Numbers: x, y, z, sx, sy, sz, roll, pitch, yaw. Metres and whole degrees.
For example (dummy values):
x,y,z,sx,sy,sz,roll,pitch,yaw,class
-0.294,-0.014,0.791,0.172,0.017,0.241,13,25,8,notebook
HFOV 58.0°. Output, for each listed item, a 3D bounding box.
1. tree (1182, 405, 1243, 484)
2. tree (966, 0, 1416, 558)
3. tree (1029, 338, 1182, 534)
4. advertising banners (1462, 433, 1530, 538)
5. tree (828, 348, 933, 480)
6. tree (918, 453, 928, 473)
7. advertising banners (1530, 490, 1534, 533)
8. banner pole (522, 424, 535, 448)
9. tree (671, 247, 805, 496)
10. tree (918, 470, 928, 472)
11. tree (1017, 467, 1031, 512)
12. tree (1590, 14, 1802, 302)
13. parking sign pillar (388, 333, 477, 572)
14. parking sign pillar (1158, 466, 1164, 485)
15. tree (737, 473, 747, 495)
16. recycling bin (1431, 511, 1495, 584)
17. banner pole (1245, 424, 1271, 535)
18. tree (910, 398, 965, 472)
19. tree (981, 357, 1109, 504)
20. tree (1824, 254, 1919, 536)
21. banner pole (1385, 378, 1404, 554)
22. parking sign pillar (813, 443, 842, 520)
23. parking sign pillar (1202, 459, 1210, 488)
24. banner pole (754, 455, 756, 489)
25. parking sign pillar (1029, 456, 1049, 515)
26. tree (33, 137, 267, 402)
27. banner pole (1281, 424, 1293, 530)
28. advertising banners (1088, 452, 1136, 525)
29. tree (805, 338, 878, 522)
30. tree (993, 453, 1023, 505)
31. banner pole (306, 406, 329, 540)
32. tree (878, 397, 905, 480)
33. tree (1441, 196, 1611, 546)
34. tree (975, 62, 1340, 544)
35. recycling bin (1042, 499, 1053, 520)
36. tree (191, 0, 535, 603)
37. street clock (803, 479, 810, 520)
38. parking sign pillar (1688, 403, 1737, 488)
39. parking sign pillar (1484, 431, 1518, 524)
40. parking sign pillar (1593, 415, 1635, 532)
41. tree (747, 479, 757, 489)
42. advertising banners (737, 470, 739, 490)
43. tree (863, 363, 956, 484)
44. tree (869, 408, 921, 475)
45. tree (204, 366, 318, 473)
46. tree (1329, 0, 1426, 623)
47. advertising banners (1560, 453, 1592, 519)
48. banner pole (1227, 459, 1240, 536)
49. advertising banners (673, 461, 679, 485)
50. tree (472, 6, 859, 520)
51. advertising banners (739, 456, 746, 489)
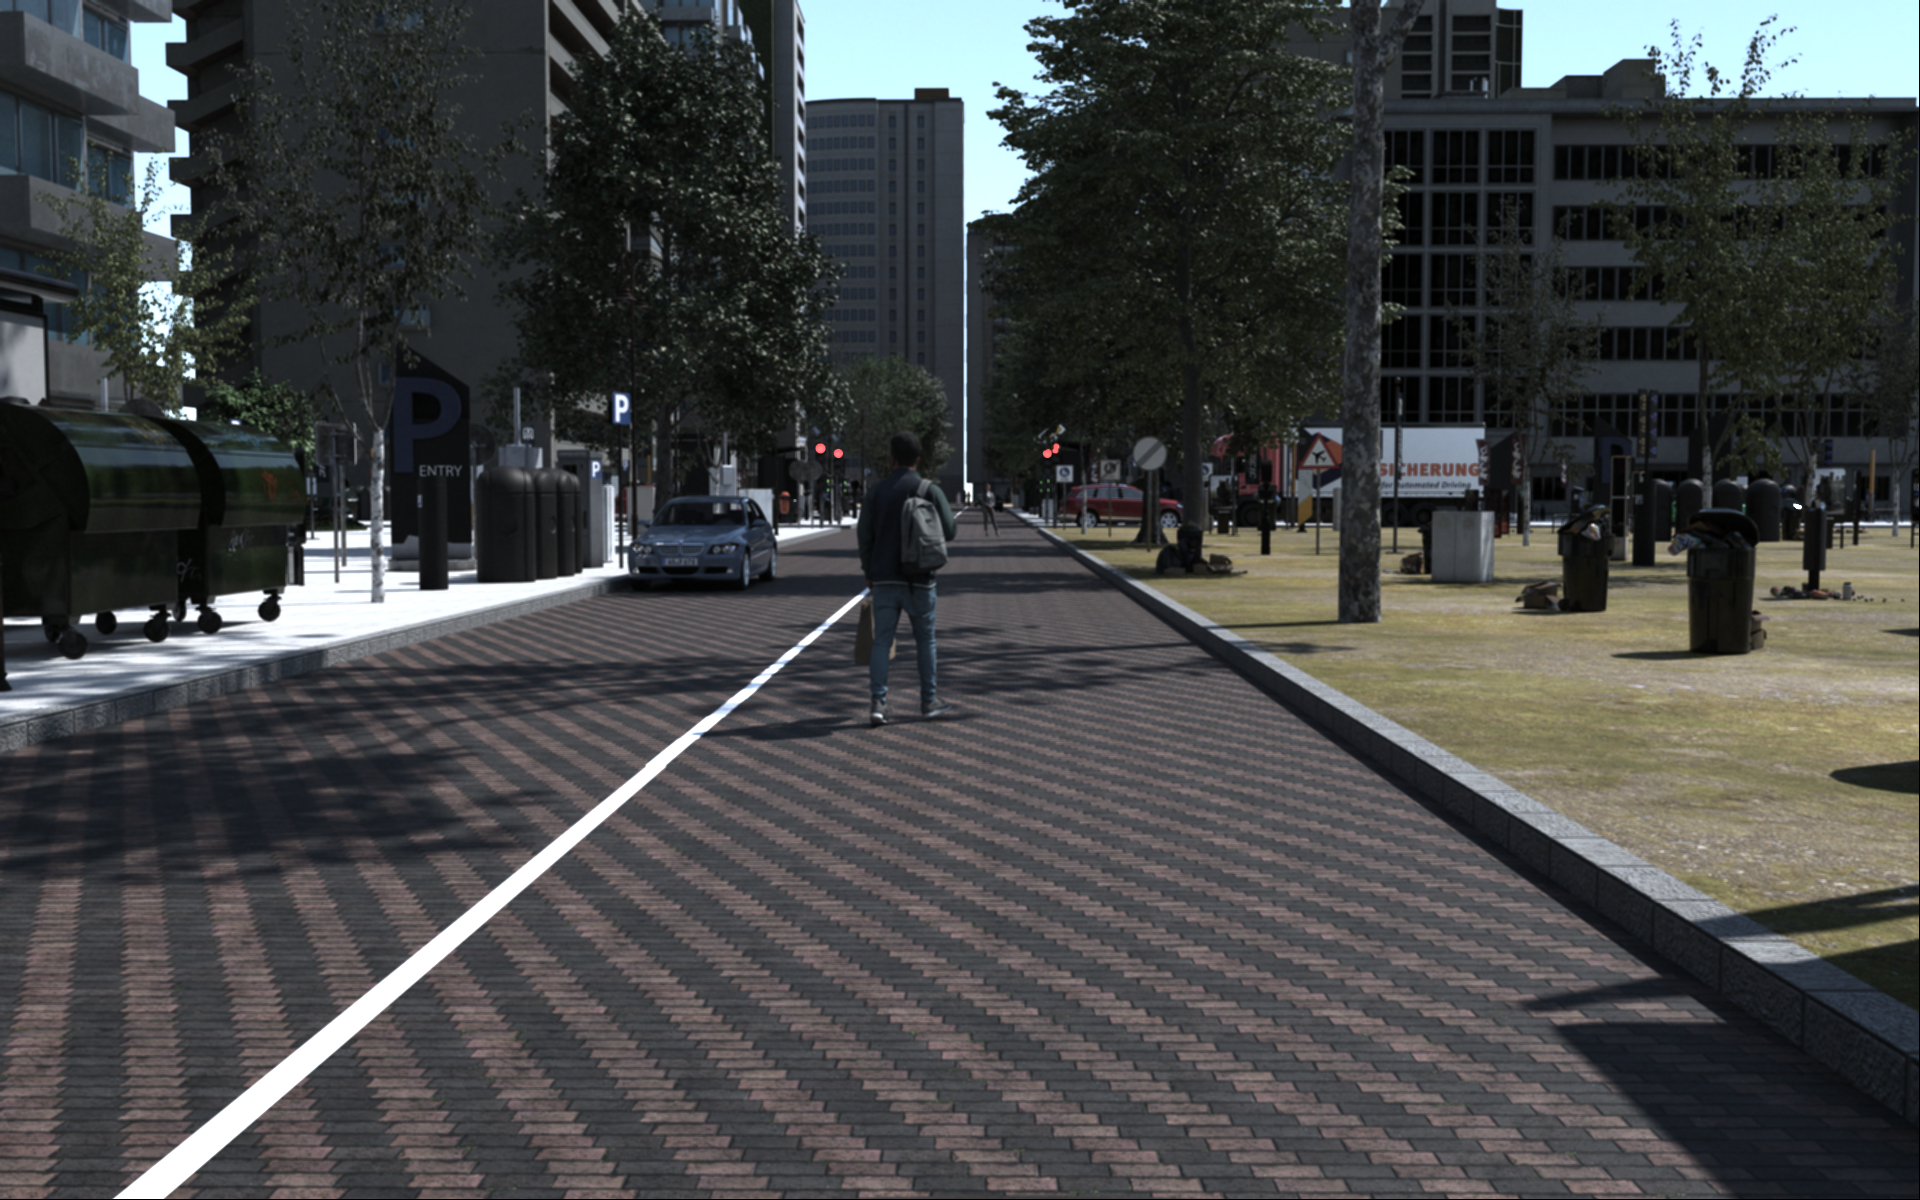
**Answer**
x,y,z,sx,sy,sz,roll,pitch,yaw,class
11.525,-7.845,78.631,4.360,8.622,3.978,0,3,0,tree
3.669,-6.826,29.737,7.486,12.596,7.792,0,3,0,tree
4.176,-6.400,55.002,4.360,8.622,3.978,0,3,0,tree
15.591,-3.326,50.574,0.090,3.025,2.074,-3,5,-41,advertising banners
-5.654,-12.021,122.299,9.928,11.665,9.643,0,3,0,tree
-4.492,-14.900,193.973,4.360,8.622,3.978,0,3,0,tree
17.363,-3.614,55.274,2.074,3.025,0.090,-1,4,-14,advertising banners
-13.604,-3.921,54.132,0.401,3.779,0.863,3,5,41,banner pole
-6.984,-6.071,49.631,4.360,8.622,3.978,0,3,0,tree
-4.701,-12.488,187.886,4.285,4.588,4.351,0,3,0,tree
4.951,-7.885,123.525,1.663,3.219,1.824,0,3,0,tree
12.007,-4.693,27.093,4.737,8.622,4.395,0,3,0,tree
-8.900,-2.486,29.122,1.447,3.967,1.447,-1,4,-14,parking sign pillar
15.418,-8.938,134.614,1.447,3.967,1.447,-1,4,-19,parking sign pillar
-16.526,-8.099,127.019,1.663,3.219,1.824,0,3,0,tree
7.333,-0.777,25.254,0.722,1.027,0.722,2,4,33,recycling bin
9.264,-3.907,53.895,0.863,3.779,0.401,2,4,25,banner pole
-4.438,-18.318,209.873,12.009,13.543,11.850,0,3,0,tree
5.092,-10.042,98.601,7.601,10.594,8.767,1,4,12,tree
28.342,-6.236,52.329,4.360,8.622,3.978,0,3,0,tree
9.492,-2.905,37.512,0.401,3.779,0.863,2,4,24,banner pole
-6.715,-6.067,87.668,1.447,3.967,1.447,0,4,5,parking sign pillar
14.067,-6.659,97.353,1.447,3.967,1.447,3,5,43,parking sign pillar
-10.484,-6.139,90.396,0.863,3.779,0.401,0,4,-1,banner pole
5.024,-7.326,108.244,1.447,3.967,1.447,1,4,15,parking sign pillar
-17.266,-5.277,36.641,4.737,8.622,4.395,0,3,0,tree
11.808,-4.407,62.063,0.401,3.779,0.863,2,4,26,banner pole
6.351,-4.633,71.939,2.074,3.025,0.090,0,4,5,advertising banners
-6.245,-7.974,80.732,4.360,8.622,3.978,0,3,0,tree
6.187,-15.867,209.792,4.737,8.622,4.395,0,3,0,tree
-18.106,-3.597,48.827,0.863,3.779,0.401,1,4,20,banner pole
-5.610,-9.427,104.485,4.360,8.622,3.978,0,3,0,tree
13.966,-5.636,42.516,4.360,8.622,3.978,0,3,0,tree
5.042,-7.819,44.845,9.611,12.733,9.660,0,3,0,tree
4.432,-4.460,85.471,0.722,1.027,0.722,0,4,-3,recycling bin
-6.984,-4.288,20.468,4.360,8.622,3.978,0,3,0,tree
-7.513,-4.904,84.757,0.358,2.002,0.471,0,4,-2,street clock
22.475,-3.871,51.763,1.447,3.967,1.447,-3,5,-41,parking sign pillar
23.117,-5.227,73.929,1.447,3.967,1.447,2,4,30,parking sign pillar
22.401,-4.332,59.303,1.447,3.967,1.447,0,4,-7,parking sign pillar
-13.563,-7.690,120.340,1.663,3.219,1.824,0,3,0,tree
-16.671,-7.885,125.108,2.074,3.025,0.090,-1,4,-20,advertising banners
-4.997,-16.118,170.180,9.857,13.997,8.962,0,3,0,tree
-5.124,-11.770,142.807,4.737,8.622,4.395,0,3,0,tree
-18.057,-3.728,44.663,4.285,4.588,4.351,0,3,0,tree
5.345,-9.802,16.157,12.611,20.169,13.585,0,3,0,tree
25.863,-4.680,72.711,0.090,3.025,2.074,-1,4,-21,advertising banners
8.286,-3.826,52.576,0.401,3.779,0.863,1,4,17,banner pole
-14.314,-5.883,92.368,2.074,3.025,0.090,1,4,14,advertising banners
-6.951,-7.581,40.954,9.611,12.733,9.660,0,3,0,tree
-7.477,-4.005,61.672,0.090,3.025,2.074,-1,4,-21,advertising banners
